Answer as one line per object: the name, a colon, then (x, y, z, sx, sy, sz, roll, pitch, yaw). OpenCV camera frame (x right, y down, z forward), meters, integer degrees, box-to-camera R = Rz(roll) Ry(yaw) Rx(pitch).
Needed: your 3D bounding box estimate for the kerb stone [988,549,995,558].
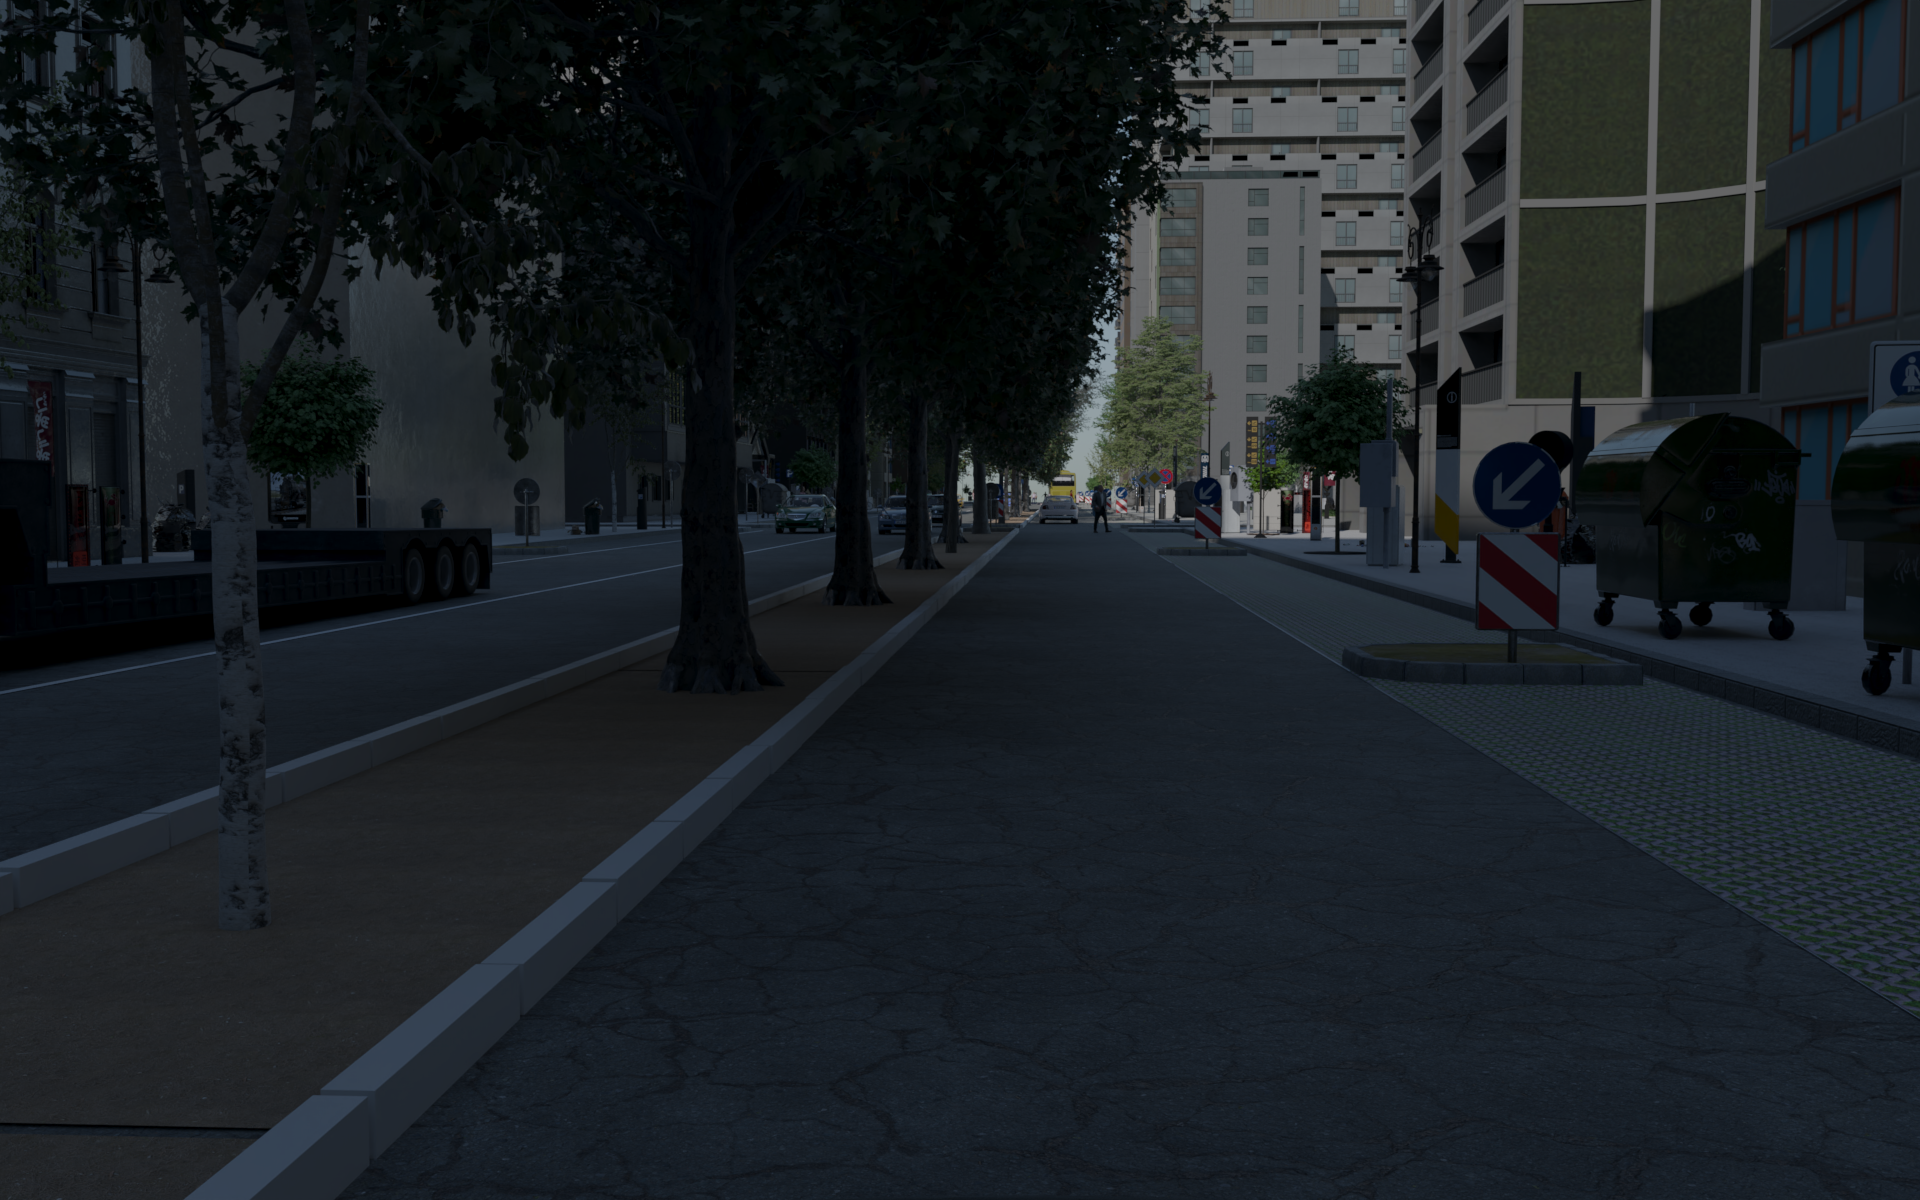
kerb stone: (0.625, -0.965, 38.042, 0.120, 0.150, 1.000, 0, 4, 3)

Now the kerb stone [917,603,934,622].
kerb stone: (-0.418, 0.164, 19.579, 0.120, 0.150, 1.000, 0, 4, 3)

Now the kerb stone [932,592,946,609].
kerb stone: (-0.301, 0.036, 21.631, 0.120, 0.150, 1.000, 0, 4, 3)

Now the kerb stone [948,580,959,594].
kerb stone: (-0.136, -0.153, 24.707, 0.120, 0.150, 1.000, 0, 4, 3)

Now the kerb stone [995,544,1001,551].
kerb stone: (0.855, -1.220, 42.144, 0.120, 0.150, 1.000, 0, 4, 3)

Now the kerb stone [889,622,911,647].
kerb stone: (-0.595, 0.348, 16.510, 0.120, 0.150, 1.000, 0, 4, 3)

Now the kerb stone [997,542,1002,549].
kerb stone: (0.912, -1.283, 43.168, 0.120, 0.150, 1.000, 0, 4, 3)

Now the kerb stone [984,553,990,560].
kerb stone: (0.500, -0.843, 35.992, 0.120, 0.150, 1.000, 0, 4, 3)

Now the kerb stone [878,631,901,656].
kerb stone: (-0.653, 0.414, 15.486, 0.120, 0.150, 1.000, 0, 4, 3)

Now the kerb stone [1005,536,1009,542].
kerb stone: (1.258, -1.660, 49.330, 0.120, 0.150, 1.000, 0, 4, 3)

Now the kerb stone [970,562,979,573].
kerb stone: (0.208, -0.531, 30.880, 0.120, 0.150, 1.000, 0, 4, 3)

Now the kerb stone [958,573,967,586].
kerb stone: (-0.017, -0.278, 26.766, 0.120, 0.150, 1.000, 0, 4, 3)

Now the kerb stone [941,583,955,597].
kerb stone: (-0.199, -0.091, 23.685, 0.120, 0.150, 1.000, 0, 4, 3)

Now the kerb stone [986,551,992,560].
kerb stone: (0.554, -0.905, 37.022, 0.120, 0.150, 1.000, 0, 4, 3)

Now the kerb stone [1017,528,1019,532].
kerb stone: (1.952, -2.411, 61.612, 0.120, 0.150, 1.000, 0, 4, 3)

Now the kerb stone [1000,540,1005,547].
kerb stone: (1.029, -1.408, 45.223, 0.120, 0.150, 1.000, 0, 4, 3)

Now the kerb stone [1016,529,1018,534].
kerb stone: (1.830, -2.285, 59.560, 0.120, 0.150, 1.000, 0, 4, 3)

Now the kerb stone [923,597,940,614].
kerb stone: (-0.367, 0.097, 20.606, 0.120, 0.150, 1.000, 0, 4, 3)

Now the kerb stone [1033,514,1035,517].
kerb stone: (4.062, -4.696, 98.976, 0.120, 0.150, 1.000, 0, 4, 3)

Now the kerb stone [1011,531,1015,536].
kerb stone: (1.607, -2.029, 55.473, 0.120, 0.150, 1.000, 0, 4, 3)

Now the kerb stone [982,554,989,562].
kerb stone: (0.449, -0.775, 34.971, 0.120, 0.150, 1.000, 0, 4, 3)

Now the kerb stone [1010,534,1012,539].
kerb stone: (1.431, -1.848, 52.405, 0.120, 0.150, 1.000, 0, 4, 3)

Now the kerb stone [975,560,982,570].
kerb stone: (0.269, -0.594, 31.905, 0.120, 0.150, 1.000, 0, 4, 3)

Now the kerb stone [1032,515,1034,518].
kerb stone: (3.889, -4.508, 95.907, 0.120, 0.150, 1.000, 0, 4, 3)

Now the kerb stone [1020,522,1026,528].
kerb stone: (2.616, -3.132, 73.411, 0.120, 0.150, 1.000, 0, 4, 3)

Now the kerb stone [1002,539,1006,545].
kerb stone: (1.089, -1.471, 46.250, 0.120, 0.150, 1.000, 0, 4, 3)

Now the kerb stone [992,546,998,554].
kerb stone: (0.739, -1.091, 40.084, 0.120, 0.150, 1.000, 0, 4, 3)

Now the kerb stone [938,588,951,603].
kerb stone: (-0.242, -0.028, 22.654, 0.120, 0.150, 1.000, 0, 4, 3)

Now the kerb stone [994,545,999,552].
kerb stone: (0.792, -1.157, 41.116, 0.120, 0.150, 1.000, 0, 4, 3)

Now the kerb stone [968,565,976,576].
kerb stone: (0.157, -0.468, 29.848, 0.120, 0.150, 1.000, 0, 4, 3)

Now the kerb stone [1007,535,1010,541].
kerb stone: (1.311, -1.722, 50.354, 0.120, 0.150, 1.000, 0, 4, 3)

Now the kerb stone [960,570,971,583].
kerb stone: (0.050, -0.338, 27.792, 0.120, 0.150, 1.000, 0, 4, 3)

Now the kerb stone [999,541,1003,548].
kerb stone: (0.968, -1.346, 44.203, 0.120, 0.150, 1.000, 0, 4, 3)

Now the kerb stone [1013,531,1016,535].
kerb stone: (1.662, -2.096, 56.494, 0.120, 0.150, 1.000, 0, 4, 3)

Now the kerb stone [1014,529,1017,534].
kerb stone: (1.778, -2.223, 58.535, 0.120, 0.150, 1.000, 0, 4, 3)

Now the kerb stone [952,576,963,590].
kerb stone: (-0.074, -0.214, 25.731, 0.120, 0.150, 1.000, 0, 4, 3)

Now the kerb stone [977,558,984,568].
kerb stone: (0.331, -0.653, 32.930, 0.120, 0.150, 1.000, 0, 4, 3)

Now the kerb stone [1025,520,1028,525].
kerb stone: (2.901, -3.445, 78.529, 0.120, 0.150, 1.000, 0, 4, 3)

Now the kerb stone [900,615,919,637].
kerb stone: (-0.536, 0.285, 17.530, 0.120, 0.150, 1.000, 0, 4, 3)

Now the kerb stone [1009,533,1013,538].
kerb stone: (1.493, -1.910, 53.425, 0.120, 0.150, 1.000, 0, 4, 3)

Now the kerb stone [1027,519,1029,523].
kerb stone: (3.015, -3.570, 80.570, 0.120, 0.150, 1.000, 0, 4, 3)

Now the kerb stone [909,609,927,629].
kerb stone: (-0.481, 0.229, 18.559, 0.120, 0.150, 1.000, 0, 4, 3)

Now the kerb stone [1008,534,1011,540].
kerb stone: (1.376, -1.785, 51.377, 0.120, 0.150, 1.000, 0, 4, 3)

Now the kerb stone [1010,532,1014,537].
kerb stone: (1.547, -1.973, 54.446, 0.120, 0.150, 1.000, 0, 4, 3)

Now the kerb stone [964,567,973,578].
kerb stone: (0.094, -0.404, 28.828, 0.120, 0.150, 1.000, 0, 4, 3)

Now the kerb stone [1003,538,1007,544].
kerb stone: (1.144, -1.530, 47.271, 0.120, 0.150, 1.000, 0, 4, 3)

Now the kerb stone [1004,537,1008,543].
kerb stone: (1.198, -1.595, 48.303, 0.120, 0.150, 1.000, 0, 4, 3)

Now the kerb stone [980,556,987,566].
kerb stone: (0.390, -0.719, 33.950, 0.120, 0.150, 1.000, 0, 4, 3)

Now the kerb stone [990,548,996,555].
kerb stone: (0.680, -1.032, 39.064, 0.120, 0.150, 1.000, 0, 4, 3)
